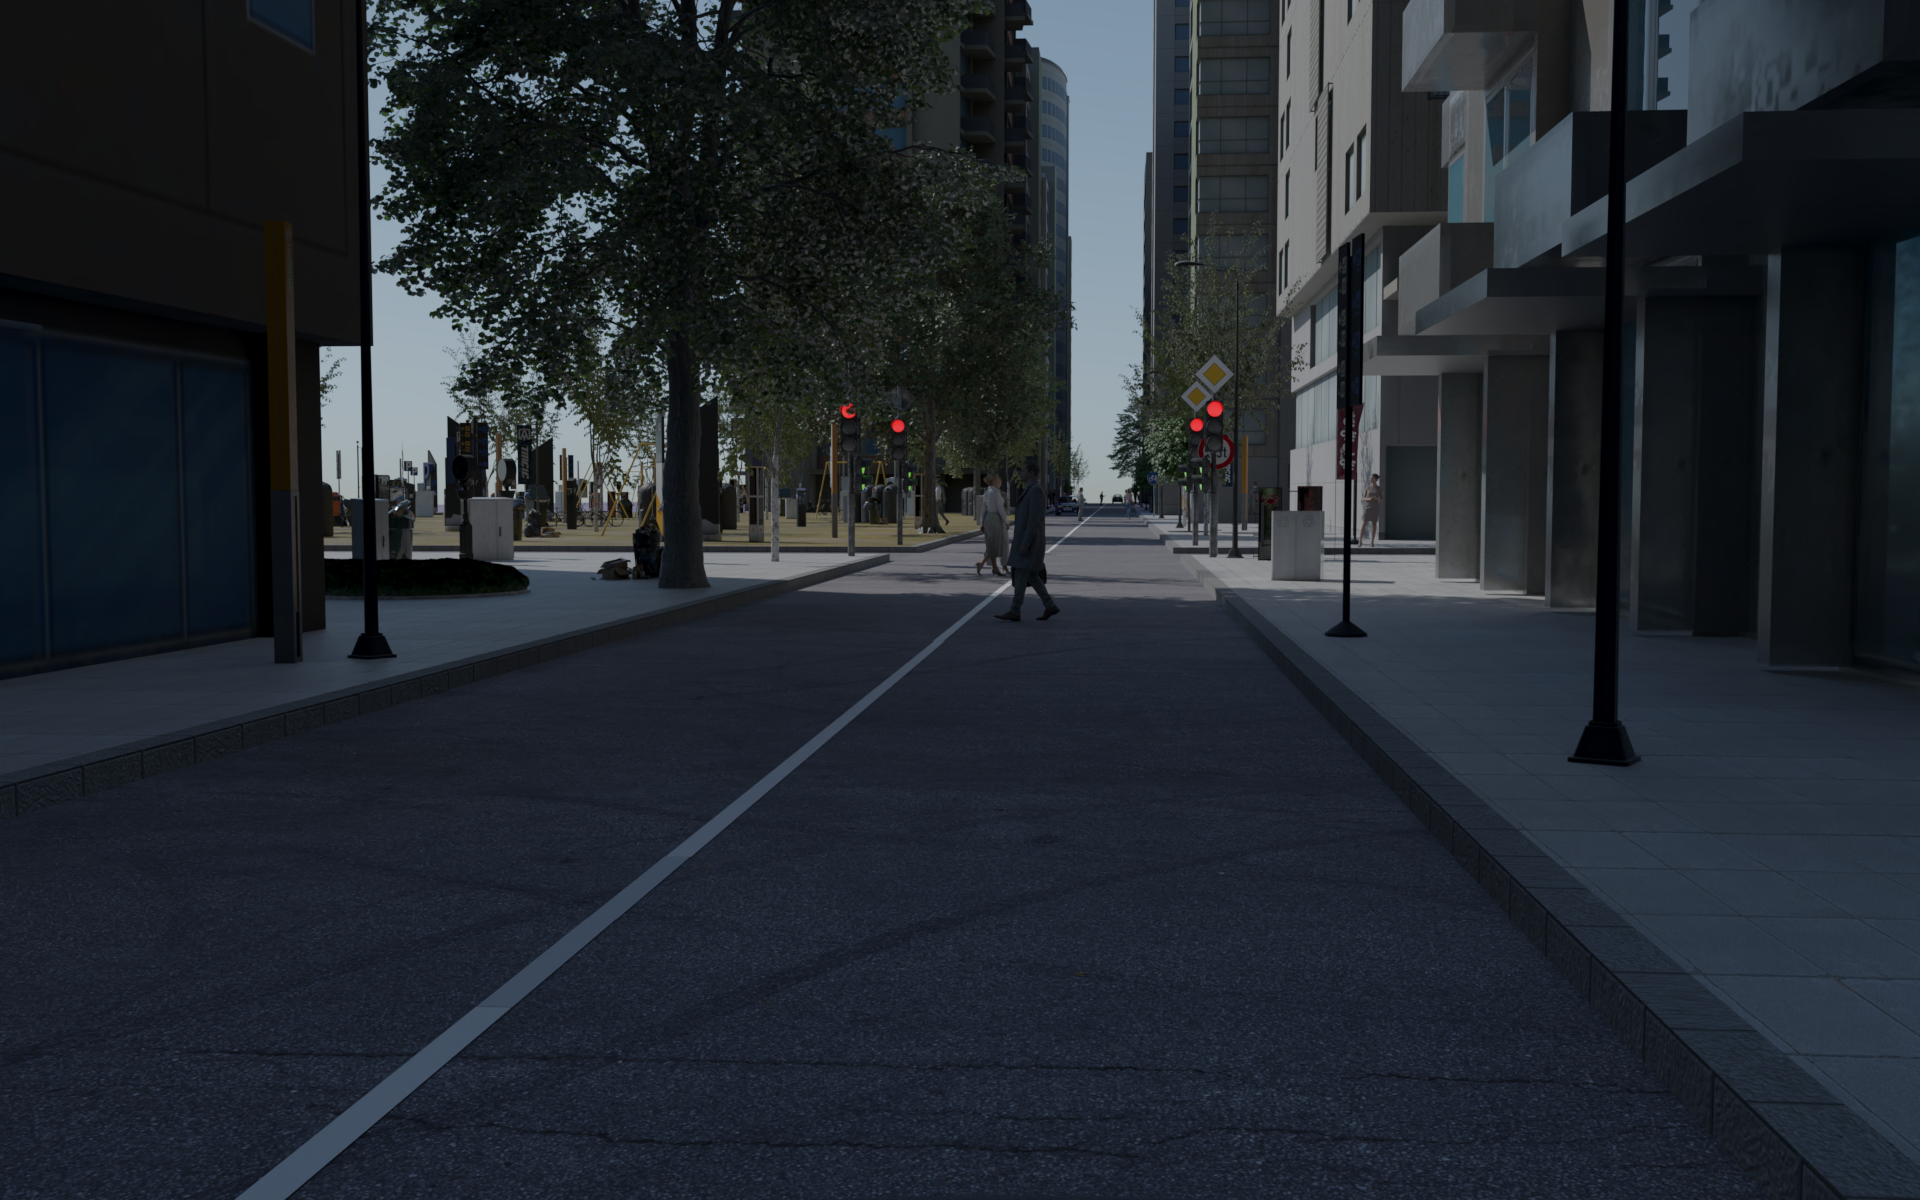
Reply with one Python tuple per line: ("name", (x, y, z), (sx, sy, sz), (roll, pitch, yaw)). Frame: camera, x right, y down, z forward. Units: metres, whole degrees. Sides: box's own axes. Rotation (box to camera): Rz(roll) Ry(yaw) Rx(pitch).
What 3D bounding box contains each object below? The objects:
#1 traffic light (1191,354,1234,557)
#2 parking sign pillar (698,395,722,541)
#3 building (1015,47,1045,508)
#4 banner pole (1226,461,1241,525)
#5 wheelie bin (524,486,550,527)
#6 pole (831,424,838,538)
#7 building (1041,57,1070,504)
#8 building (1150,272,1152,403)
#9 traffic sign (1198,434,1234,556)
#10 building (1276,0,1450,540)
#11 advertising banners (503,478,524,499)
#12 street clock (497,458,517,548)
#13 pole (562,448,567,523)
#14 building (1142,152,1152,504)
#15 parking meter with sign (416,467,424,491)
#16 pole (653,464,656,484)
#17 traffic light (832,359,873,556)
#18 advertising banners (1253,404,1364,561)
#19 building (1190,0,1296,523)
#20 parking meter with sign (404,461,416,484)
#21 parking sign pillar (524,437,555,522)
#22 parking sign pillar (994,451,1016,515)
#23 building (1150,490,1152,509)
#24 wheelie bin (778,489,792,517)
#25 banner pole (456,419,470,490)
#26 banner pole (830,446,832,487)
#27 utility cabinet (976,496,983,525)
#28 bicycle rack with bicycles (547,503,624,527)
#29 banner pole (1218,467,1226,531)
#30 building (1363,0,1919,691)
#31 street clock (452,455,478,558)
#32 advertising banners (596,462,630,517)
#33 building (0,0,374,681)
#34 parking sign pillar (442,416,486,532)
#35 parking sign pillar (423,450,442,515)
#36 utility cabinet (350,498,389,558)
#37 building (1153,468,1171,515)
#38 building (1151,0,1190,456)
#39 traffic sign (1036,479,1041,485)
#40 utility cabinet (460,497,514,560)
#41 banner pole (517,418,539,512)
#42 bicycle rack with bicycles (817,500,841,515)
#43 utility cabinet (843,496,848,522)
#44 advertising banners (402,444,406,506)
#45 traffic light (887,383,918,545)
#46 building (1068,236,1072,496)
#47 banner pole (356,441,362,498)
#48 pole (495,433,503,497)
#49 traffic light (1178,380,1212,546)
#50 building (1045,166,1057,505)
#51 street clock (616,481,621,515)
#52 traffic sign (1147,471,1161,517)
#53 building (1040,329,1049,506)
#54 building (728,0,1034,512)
("traffic light", (5.108, -2.818, 34.995), (0.839, 4.253, 0.868), (0, 4, 5))
("parking sign pillar", (-7.247, -3.602, 47.369), (1.447, 3.967, 1.447), (0, 4, -3))
("building", (-0.105, -28.802, 154.502), (14.154, 41.232, 14.086), (0, 4, 5))
("banner pole", (11.312, -5.028, 72.224), (0.863, 3.779, 0.401), (2, 4, 30))
("wheelie bin", (-15.756, -3.454, 64.379), (0.693, 1.594, 0.980), (3, 5, 45))
("pole", (-3.667, -3.471, 50.599), (0.158, 3.312, 0.155), (0, 3, 0))
("building", (3.583, -42.168, 231.438), (21.231, 58.520, 28.212), (0, 4, 5))
("building", (30.758, -27.152, 215.638), (14.160, 30.474, 14.107), (0, 4, 5))
("traffic sign", (5.310, -2.189, 35.894), (0.768, 2.556, 0.104), (0, 4, 7))
("building", (24.827, -28.574, 56.422), (27.495, 52.752, 28.713), (0, 4, 5))
("advertising banners", (-24.578, -6.036, 94.874), (0.090, 3.025, 2.074), (-3, 5, -42))
("street clock", (-9.151, -1.862, 35.010), (0.358, 2.002, 0.471), (-3, 4, -38))
("pole", (-17.499, -5.063, 76.628), (0.158, 3.312, 0.155), (0, 3, 0))
("building", (35.407, -37.239, 232.558), (21.300, 48.544, 21.600), (0, 4, 5))
("parking meter with sign", (-34.606, -7.053, 111.571), (1.738, 3.016, 0.543), (2, 4, 34))
("pole", (-20.407, -7.459, 115.791), (0.158, 3.312, 0.155), (0, 3, 0))
("traffic light", (-2.224, -2.858, 35.645), (0.839, 4.253, 0.868), (0, 4, 5))
("advertising banners", (6.698, -2.269, 33.279), (2.074, 3.025, 0.090), (0, 4, 4))
("building", (17.887, -24.315, 81.145), (14.154, 41.232, 14.086), (0, 4, 5))
("parking meter with sign", (-29.701, -5.813, 91.296), (1.738, 3.016, 0.543), (2, 4, 25))
("parking sign pillar", (-19.706, -5.662, 81.054), (1.447, 3.967, 1.447), (-2, 4, -24))
("parking sign pillar", (2.778, -7.294, 107.736), (1.447, 3.967, 1.447), (1, 4, 15))
("building", (32.875, -28.041, 150.343), (32.217, 40.220, 23.993), (0, 4, 5))
("wheelie bin", (-10.082, -5.568, 98.952), (0.980, 1.594, 0.693), (-1, 4, -21))
("banner pole", (-16.566, -4.149, 57.853), (0.401, 3.779, 0.863), (1, 4, 21))
("banner pole", (-5.844, -5.445, 79.046), (0.401, 3.779, 0.863), (-1, 4, -15))
("utility cabinet", (0.992, -3.679, 71.318), (0.306, 1.237, 1.020), (1, 4, 22))
("bicycle rack with bicycles", (-14.628, -3.342, 68.029), (2.925, 0.926, 2.852), (0, 4, 4))
("banner pole", (8.750, -4.319, 60.639), (0.863, 3.779, 0.401), (0, 4, 3))
("building", (16.698, -24.182, 14.992), (23.786, 49.044, 30.456), (0, 4, 5))
("street clock", (-9.138, -1.678, 32.006), (0.471, 2.002, 0.358), (3, 4, 36))
("advertising banners", (-19.067, -6.036, 94.868), (2.074, 3.025, 0.090), (1, 4, 9))
("building", (-13.161, -21.952, 9.024), (14.600, 45.320, 14.200), (0, 4, 5))
("parking sign pillar", (-17.365, -4.473, 61.607), (1.447, 3.967, 1.447), (-3, 5, -40))
("parking sign pillar", (-32.253, -7.158, 105.503), (1.447, 3.967, 1.447), (-2, 4, -35))
("utility cabinet", (-8.984, -0.933, 26.421), (0.306, 1.237, 1.020), (0, 4, -3))
("building", (22.468, -40.793, 105.220), (20.563, 71.187, 20.611), (0, 4, 5))
("building", (30.085, -38.789, 176.199), (21.231, 58.520, 28.212), (0, 4, 5))
("traffic sign", (5.256, -7.137, 118.823), (0.606, 2.300, 0.079), (1, 4, 12))
("utility cabinet", (-9.144, -1.368, 33.535), (0.306, 1.237, 1.020), (3, 4, 39))
("banner pole", (-13.687, -3.984, 55.159), (0.863, 3.779, 0.401), (0, 4, -4))
("bicycle rack with bicycles", (-7.668, -5.642, 105.626), (2.852, 0.926, 2.925), (3, 4, 36))
("utility cabinet", (-5.106, -4.140, 78.845), (0.306, 1.237, 1.020), (0, 4, 5))
("advertising banners", (-19.371, -3.920, 60.277), (0.090, 3.025, 2.074), (-1, 4, -16))
("traffic light", (-1.500, -3.344, 43.597), (0.839, 4.253, 0.868), (0, 4, 5))
("building", (10.012, -35.712, 267.483), (14.154, 41.232, 14.086), (0, 4, 5))
("banner pole", (-28.021, -5.585, 81.337), (0.863, 3.779, 0.401), (0, 4, -1))
("pole", (-15.468, -3.933, 58.154), (0.158, 3.312, 0.155), (0, 3, 0))
("traffic light", (5.833, -3.304, 42.948), (0.839, 4.253, 0.868), (0, 4, 5))
("building", (4.393, -32.223, 210.445), (14.154, 41.232, 14.086), (0, 4, 5))
("street clock", (-18.990, -5.620, 96.453), (0.358, 2.002, 0.471), (-1, 4, -21))
("traffic sign", (10.892, -5.937, 97.183), (0.768, 2.556, 0.104), (1, 4, 13))
("building", (-5.270, -20.326, 177.369), (27.650, 21.520, 28.899), (0, 4, 5))
("building", (-5.802, -29.282, 133.387), (22.147, 44.769, 28.867), (0, 4, 5))
